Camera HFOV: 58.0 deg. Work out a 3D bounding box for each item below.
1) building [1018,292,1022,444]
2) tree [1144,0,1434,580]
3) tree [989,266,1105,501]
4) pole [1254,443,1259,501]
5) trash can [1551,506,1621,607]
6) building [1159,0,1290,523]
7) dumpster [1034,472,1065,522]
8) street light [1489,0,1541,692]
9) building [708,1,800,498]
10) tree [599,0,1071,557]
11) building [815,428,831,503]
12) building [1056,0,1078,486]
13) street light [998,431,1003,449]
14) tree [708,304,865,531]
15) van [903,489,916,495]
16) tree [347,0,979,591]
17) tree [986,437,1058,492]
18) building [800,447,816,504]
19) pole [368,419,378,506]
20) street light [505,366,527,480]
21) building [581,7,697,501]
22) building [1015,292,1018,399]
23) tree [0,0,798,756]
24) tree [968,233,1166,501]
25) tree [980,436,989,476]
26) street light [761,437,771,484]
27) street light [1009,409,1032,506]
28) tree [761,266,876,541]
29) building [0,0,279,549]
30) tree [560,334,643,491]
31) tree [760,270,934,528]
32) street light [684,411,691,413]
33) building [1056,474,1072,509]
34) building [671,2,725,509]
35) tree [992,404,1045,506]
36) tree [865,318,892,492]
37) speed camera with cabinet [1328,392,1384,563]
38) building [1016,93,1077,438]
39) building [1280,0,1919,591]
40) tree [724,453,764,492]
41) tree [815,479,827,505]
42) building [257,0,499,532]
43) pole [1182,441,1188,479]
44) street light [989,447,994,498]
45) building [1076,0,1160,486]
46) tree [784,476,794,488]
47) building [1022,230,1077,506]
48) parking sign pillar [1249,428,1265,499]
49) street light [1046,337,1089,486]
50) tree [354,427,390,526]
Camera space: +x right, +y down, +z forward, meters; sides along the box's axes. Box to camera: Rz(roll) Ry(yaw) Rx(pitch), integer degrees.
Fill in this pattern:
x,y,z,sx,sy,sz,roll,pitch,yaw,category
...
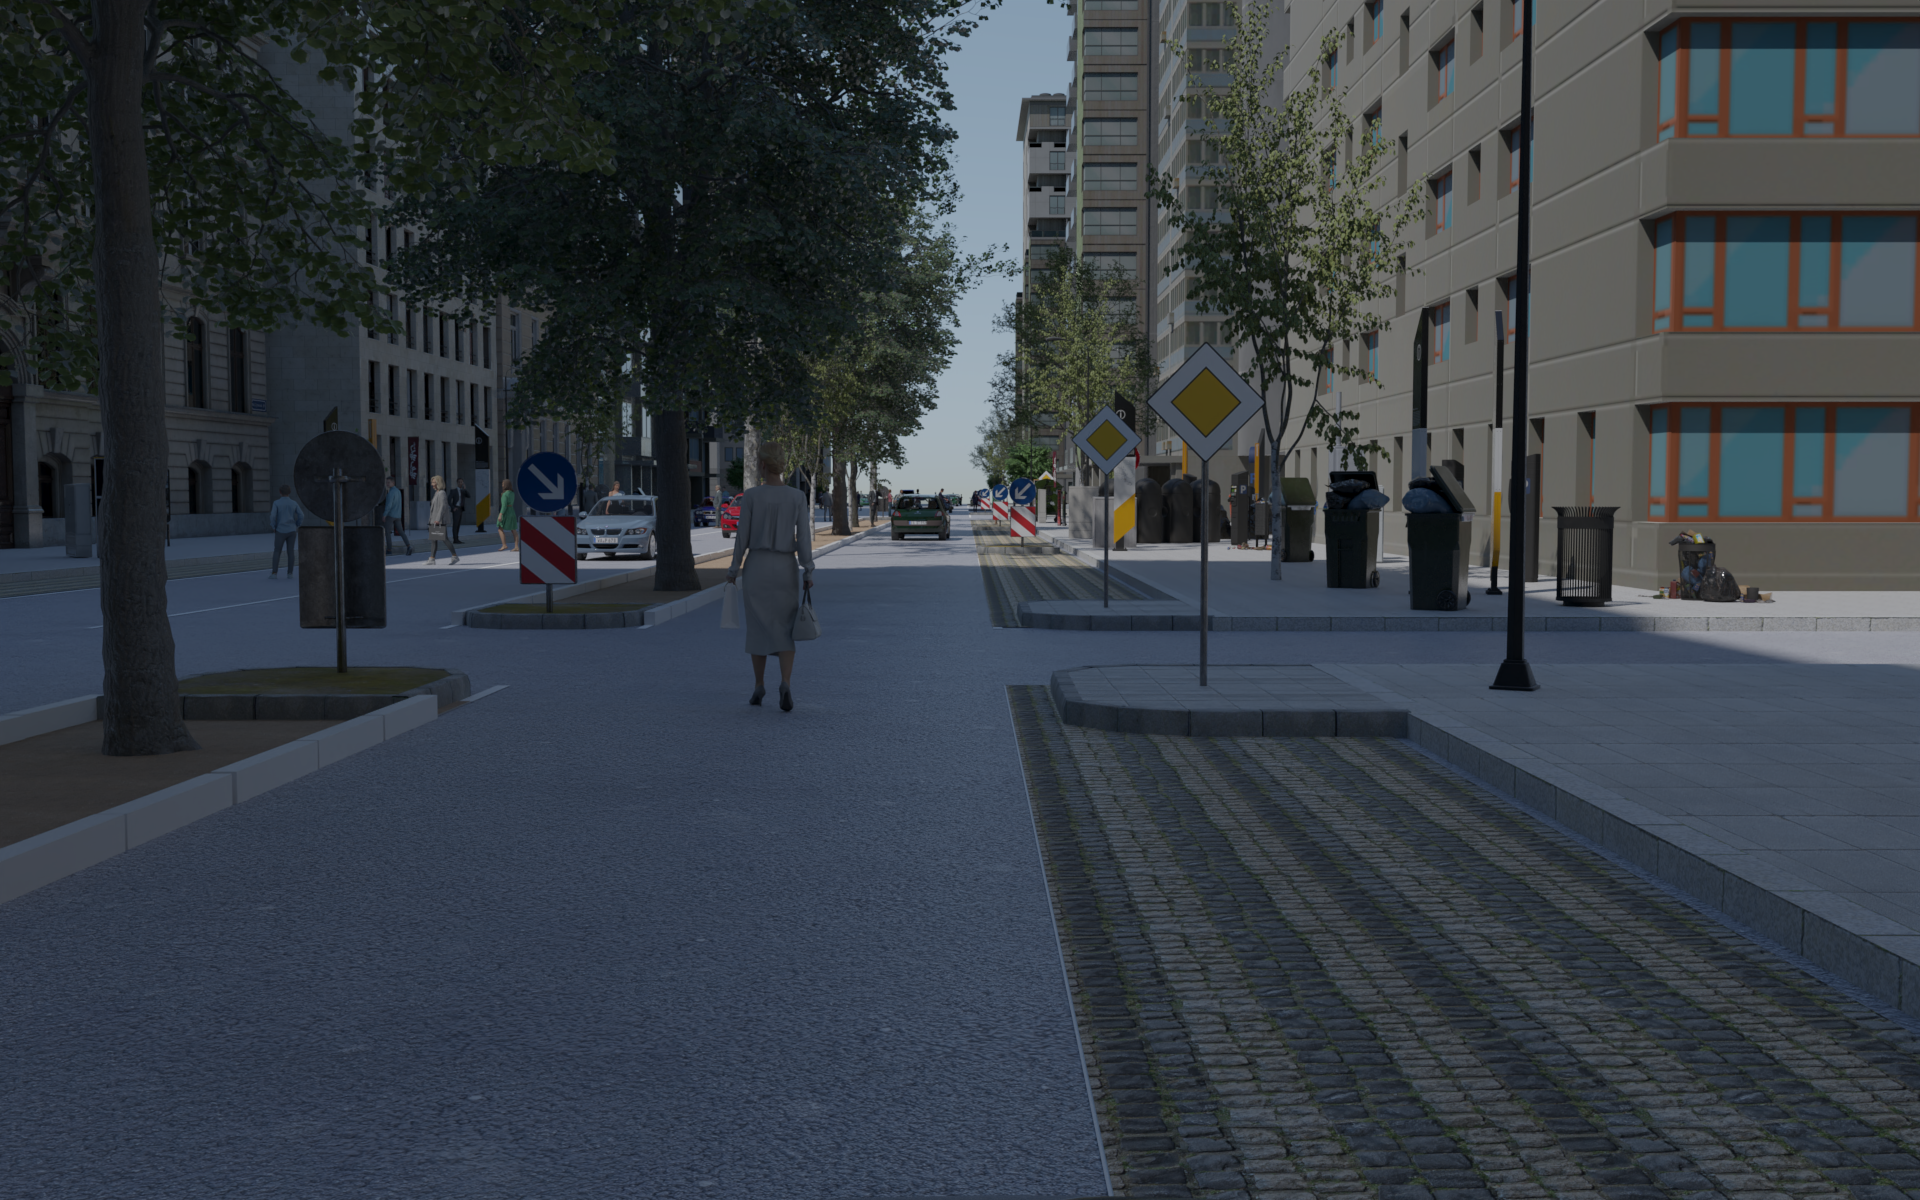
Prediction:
x,y,z,sx,sy,sz,roll,pitch,yaw,category
14.485,-26.509,205.127,14.160,30.474,14.107,0,4,0,building
4.712,-4.590,25.412,4.737,8.622,4.395,0,3,0,tree
3.893,-6.426,55.434,4.737,8.622,4.395,0,3,0,tree
11.884,-4.621,69.396,0.158,3.312,0.155,0,3,0,pole
7.154,-0.500,19.834,0.748,1.137,0.748,0,3,0,trash can
22.377,-23.872,82.184,32.217,40.220,23.993,0,4,0,building
3.952,-4.641,78.372,1.502,2.255,1.985,0,4,0,dumpster
3.118,-2.368,11.252,1.470,5.913,1.316,0,4,0,street light
-29.971,-39.900,194.362,21.231,58.520,28.212,0,4,0,building
-3.445,-10.959,37.533,12.611,20.169,13.585,0,3,0,tree
-25.715,-36.348,244.392,14.600,45.320,14.200,0,4,0,building
19.368,-31.054,127.344,23.786,49.044,30.456,0,4,0,building
3.492,-9.464,127.277,1.470,5.913,1.316,0,4,0,street light
-4.757,-5.727,46.458,4.360,8.622,3.978,0,3,0,tree
-6.755,-13.473,224.665,2.240,2.365,5.245,0,4,1,van
-4.189,-7.098,25.161,9.857,13.997,8.962,0,3,0,tree
3.974,-7.007,98.284,4.285,4.588,4.351,0,3,0,tree
-25.731,-27.208,216.544,14.160,30.474,14.107,0,4,0,building
-15.960,-3.259,47.131,0.158,3.312,0.155,0,3,0,pole
-15.747,-5.486,62.244,1.470,5.913,1.316,0,4,0,street light
-30.078,-29.994,110.003,23.786,49.044,30.456,0,4,0,building
14.814,-29.076,247.088,14.160,30.474,14.107,0,4,0,building
-4.420,-5.396,8.803,7.486,12.596,7.792,0,3,0,tree
4.272,-7.829,62.420,7.601,10.594,8.767,0,4,6,tree
4.210,-13.059,163.871,4.737,8.622,4.395,0,3,0,tree
-15.447,-10.220,139.633,1.470,5.913,1.316,0,4,0,street light
3.337,-7.440,94.178,1.470,5.913,1.316,0,4,0,street light
-4.470,-6.068,52.032,4.737,8.622,4.395,0,3,0,tree
-27.647,-13.447,38.935,14.460,24.649,34.723,0,4,0,building
-16.125,-7.670,75.772,4.737,8.622,4.395,0,3,0,tree
-4.605,-8.901,73.749,9.928,11.665,9.643,0,3,0,tree
-15.635,-7.580,96.468,1.470,5.913,1.316,0,4,0,street light
23.814,-28.346,155.344,32.217,40.220,23.993,0,4,0,building
-31.192,-29.671,139.743,22.147,44.769,28.867,0,4,0,building
4.288,-11.087,131.632,4.360,8.622,3.978,0,3,0,tree
-4.226,-6.960,66.610,4.360,8.622,3.978,0,3,0,tree
7.526,-2.358,32.892,0.660,3.252,2.038,0,4,-1,speed camera with cabinet
21.992,-38.917,225.532,28.713,52.752,27.495,0,4,0,building
23.689,-11.677,35.958,28.899,21.520,27.650,0,4,0,building
-16.766,-9.260,135.118,4.285,4.588,4.351,0,3,0,tree
-16.211,-12.873,205.080,1.663,3.219,1.824,0,3,0,tree
-25.002,-12.881,65.362,10.420,20.320,16.860,0,4,0,building
7.962,-4.127,61.313,0.158,3.312,0.155,0,3,0,pole
3.495,-12.114,170.600,1.470,5.913,1.316,0,4,0,street light
14.029,-25.797,105.368,14.154,41.232,14.086,0,4,0,building
-16.228,-10.030,158.593,1.663,3.219,1.824,0,3,0,tree
14.504,-25.648,191.045,14.160,30.474,14.107,0,4,0,building
12.069,-5.012,70.415,1.447,3.967,1.447,1,4,19,parking sign pillar
3.248,-4.820,51.340,1.470,5.913,1.316,0,4,0,street light
-17.363,-3.400,50.188,1.663,3.219,1.824,0,3,0,tree
